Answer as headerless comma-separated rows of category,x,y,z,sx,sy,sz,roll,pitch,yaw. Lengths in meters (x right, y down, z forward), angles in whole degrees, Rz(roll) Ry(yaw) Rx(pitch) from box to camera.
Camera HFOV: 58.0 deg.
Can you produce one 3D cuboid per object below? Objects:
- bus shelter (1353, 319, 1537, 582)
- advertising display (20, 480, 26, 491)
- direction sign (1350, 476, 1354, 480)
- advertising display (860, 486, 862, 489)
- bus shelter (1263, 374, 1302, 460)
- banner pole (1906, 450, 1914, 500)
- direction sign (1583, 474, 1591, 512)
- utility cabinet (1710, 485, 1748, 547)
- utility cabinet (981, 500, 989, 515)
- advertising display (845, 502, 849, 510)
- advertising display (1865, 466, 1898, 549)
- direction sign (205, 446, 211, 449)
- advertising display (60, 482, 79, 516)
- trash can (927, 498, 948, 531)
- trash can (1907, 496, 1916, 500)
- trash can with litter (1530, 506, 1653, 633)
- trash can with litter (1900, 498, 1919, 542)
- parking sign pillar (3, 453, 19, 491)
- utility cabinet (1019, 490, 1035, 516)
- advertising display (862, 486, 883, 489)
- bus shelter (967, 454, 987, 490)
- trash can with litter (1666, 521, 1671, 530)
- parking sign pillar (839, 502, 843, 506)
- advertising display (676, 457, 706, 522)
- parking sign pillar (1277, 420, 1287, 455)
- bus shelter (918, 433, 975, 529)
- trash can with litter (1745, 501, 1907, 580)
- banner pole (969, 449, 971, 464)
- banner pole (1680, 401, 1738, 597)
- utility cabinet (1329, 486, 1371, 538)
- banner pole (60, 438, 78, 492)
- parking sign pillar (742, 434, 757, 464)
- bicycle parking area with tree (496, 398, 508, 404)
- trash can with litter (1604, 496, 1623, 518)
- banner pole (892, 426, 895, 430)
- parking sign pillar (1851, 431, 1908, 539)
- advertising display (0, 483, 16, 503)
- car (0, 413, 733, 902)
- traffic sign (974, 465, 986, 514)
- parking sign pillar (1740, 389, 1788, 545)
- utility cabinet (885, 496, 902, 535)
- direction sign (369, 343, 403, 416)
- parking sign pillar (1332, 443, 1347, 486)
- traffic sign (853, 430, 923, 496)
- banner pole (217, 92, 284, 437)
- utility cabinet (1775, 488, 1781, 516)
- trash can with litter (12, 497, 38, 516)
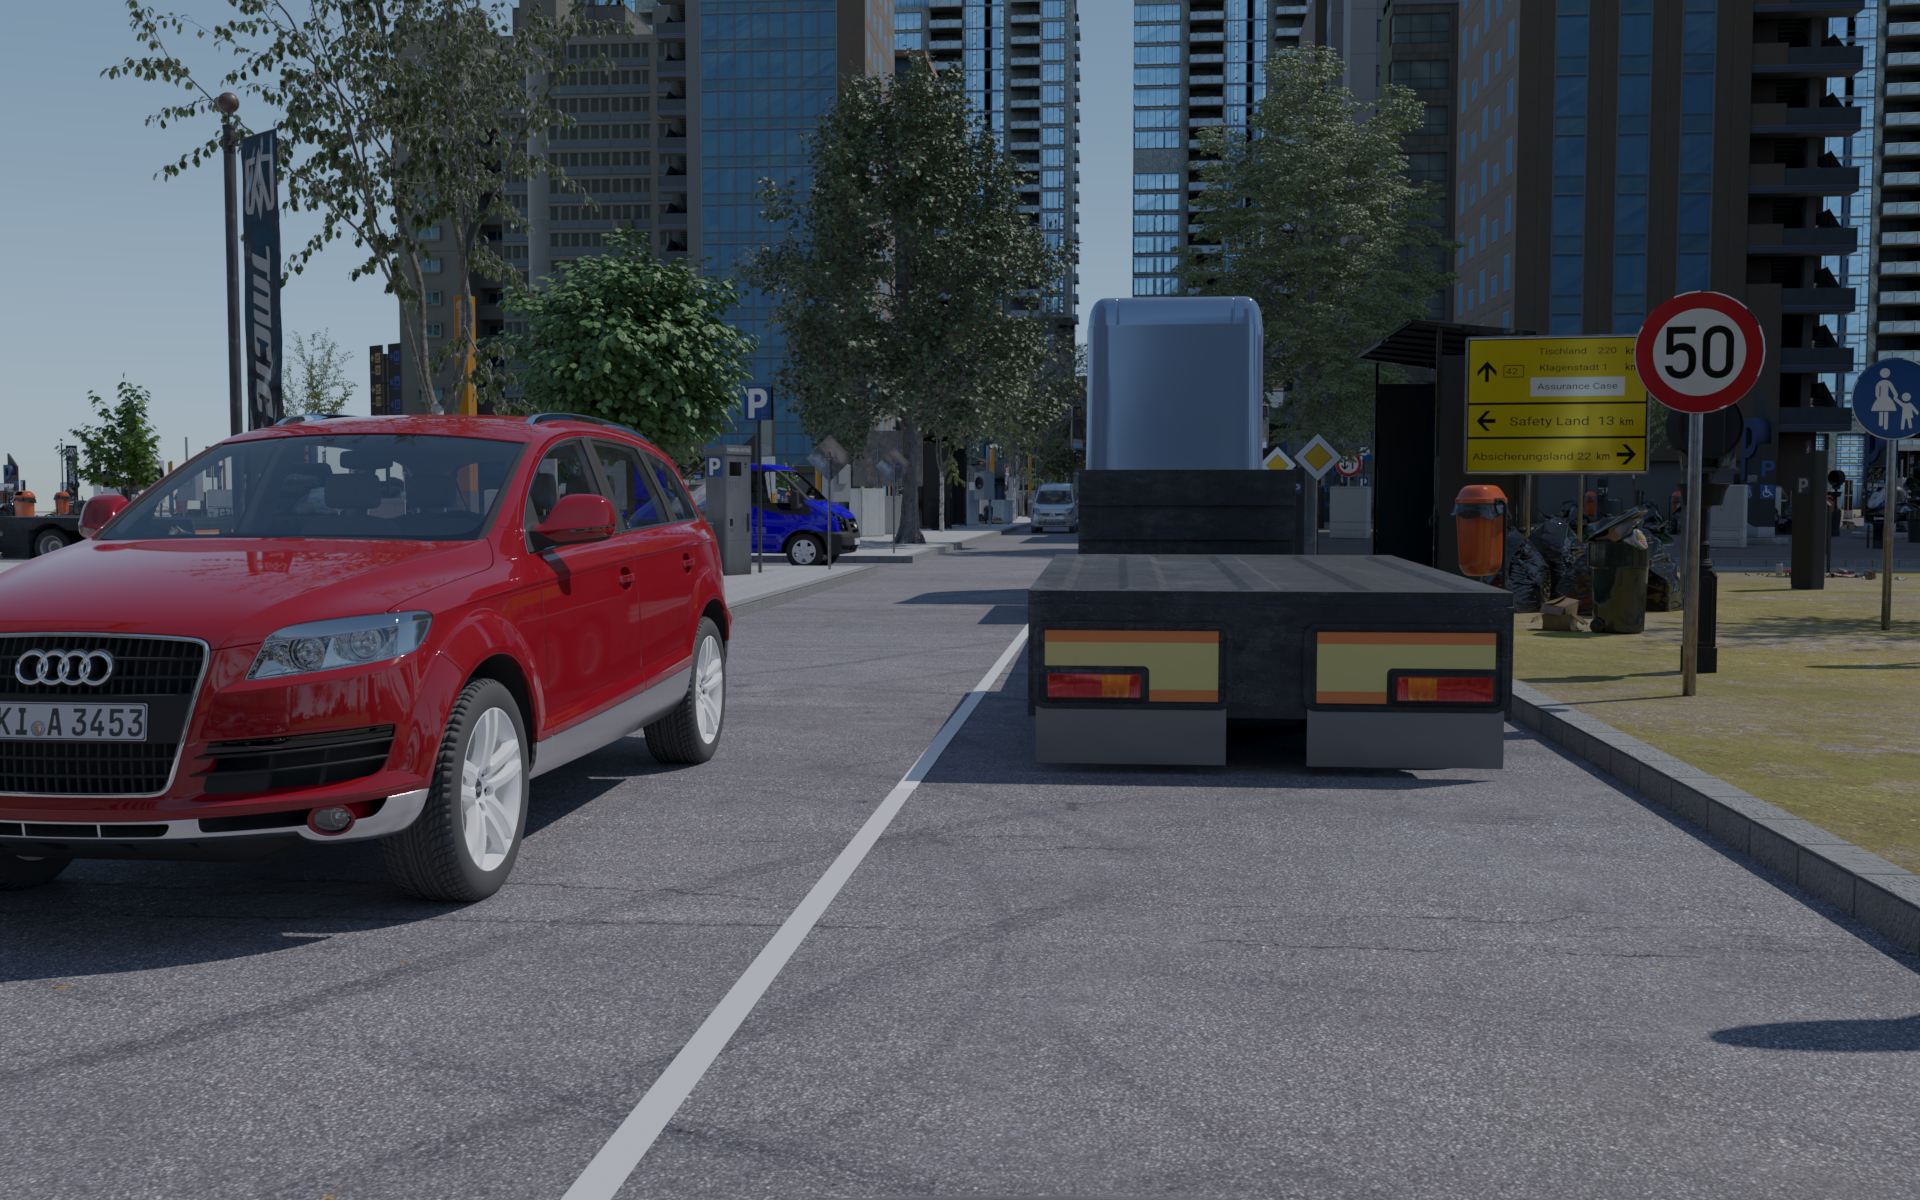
bus shelter,7.191,-2.137,26.231,1.731,3.624,6.357,0,4,6
advertising display,-42.647,-4.505,78.870,0.123,1.923,0.974,-2,4,-34
direction sign,21.840,-6.444,97.362,0.876,3.537,0.379,-3,4,-38
advertising display,-5.066,-5.288,91.680,0.123,1.923,0.974,-1,4,-22
bus shelter,9.471,-4.759,55.440,2.179,5.291,8.768,0,4,6
banner pole,53.587,-6.589,97.742,0.401,3.779,0.863,0,3,0
direction sign,25.376,-4.780,70.153,0.379,3.537,0.876,3,5,41
utility cabinet,18.150,-2.001,41.396,1.173,1.500,0.318,3,5,41
utility cabinet,1.129,-4.406,83.195,1.020,1.237,0.306,0,4,6
advertising display,-6.712,-5.994,103.220,0.123,1.923,0.974,-1,4,-10
advertising display,21.537,-2.159,40.512,0.123,1.923,0.974,0,4,-7
direction sign,-35.497,-5.522,82.282,0.379,3.537,0.876,1,4,16
advertising display,-48.289,-5.426,93.928,0.974,1.923,0.123,0,4,7
trash can,-0.778,-3.015,60.945,0.748,1.137,0.748,0,3,0
trash can,58.595,-5.812,106.676,0.748,1.137,0.748,0,3,0
trash can with litter,5.869,-0.288,16.099,1.055,1.170,0.624,2,4,31
trash can with litter,25.495,-2.111,45.903,1.055,1.170,0.624,-2,4,-29
parking sign pillar,-62.389,-7.672,113.915,1.447,3.967,1.447,3,4,38
utility cabinet,3.905,-5.707,101.989,1.173,1.500,0.318,-3,5,-43
advertising display,-4.400,-5.064,88.013,0.974,1.923,0.123,1,4,22
bus shelter,0.454,-5.833,89.297,2.014,3.302,5.546,0,4,6
trash can with litter,25.852,-3.111,62.248,1.055,1.170,0.624,-2,4,-34
parking sign pillar,-6.709,-6.331,91.979,1.447,3.967,1.447,2,4,27
advertising display,-4.587,-1.507,29.857,0.974,1.923,0.123,1,4,10
parking sign pillar,11.402,-4.577,63.302,1.447,3.967,1.447,-1,4,-22
bus shelter,-0.510,-4.607,66.610,1.731,3.624,6.357,0,4,5
trash can with litter,13.420,-0.954,26.656,1.678,1.210,2.233,-1,4,-22
banner pole,0.560,-6.386,94.421,0.401,3.779,0.863,0,4,3
banner pole,9.295,-1.933,21.615,0.863,3.779,0.401,0,4,-1
utility cabinet,11.250,-2.521,49.894,1.173,1.500,0.318,3,5,42
banner pole,-40.189,-5.385,78.055,0.863,3.779,0.401,-2,4,-25
parking sign pillar,-9.677,-5.505,78.475,1.447,3.967,1.447,2,4,29
bicycle parking area with tree,-11.143,-3.927,51.214,8.231,4.147,9.016,1,4,20
trash can with litter,19.055,-2.484,51.676,2.233,1.210,1.678,1,4,13
banner pole,-2.628,-4.522,63.945,0.863,3.779,0.401,-3,4,-38
parking sign pillar,26.469,-3.748,49.759,1.447,3.967,1.447,0,4,8
advertising display,-56.470,-5.959,102.648,0.974,1.923,0.123,0,4,-1
car,-2.478,0.050,7.857,2.281,1.827,5.304,0,4,6
traffic sign,0.816,-4.668,76.432,0.768,2.556,0.104,1,4,12
parking sign pillar,20.254,-3.391,43.911,1.447,3.967,1.447,0,4,6
utility cabinet,-2.111,-2.685,55.063,1.020,1.237,0.306,-1,4,-22
direction sign,-8.684,-2.097,26.279,0.876,3.537,0.379,3,5,41
parking sign pillar,19.548,-6.150,89.032,1.447,3.967,1.447,0,4,-5
traffic sign,-2.317,-3.769,55.500,2.265,3.308,0.079,0,4,6
banner pole,-4.390,-1.268,10.750,0.863,3.779,0.401,3,5,42
utility cabinet,27.240,-3.070,58.865,1.173,1.500,0.318,0,4,0
trash can with litter,-50.989,-5.091,94.302,2.233,1.210,1.678,0,4,-3
